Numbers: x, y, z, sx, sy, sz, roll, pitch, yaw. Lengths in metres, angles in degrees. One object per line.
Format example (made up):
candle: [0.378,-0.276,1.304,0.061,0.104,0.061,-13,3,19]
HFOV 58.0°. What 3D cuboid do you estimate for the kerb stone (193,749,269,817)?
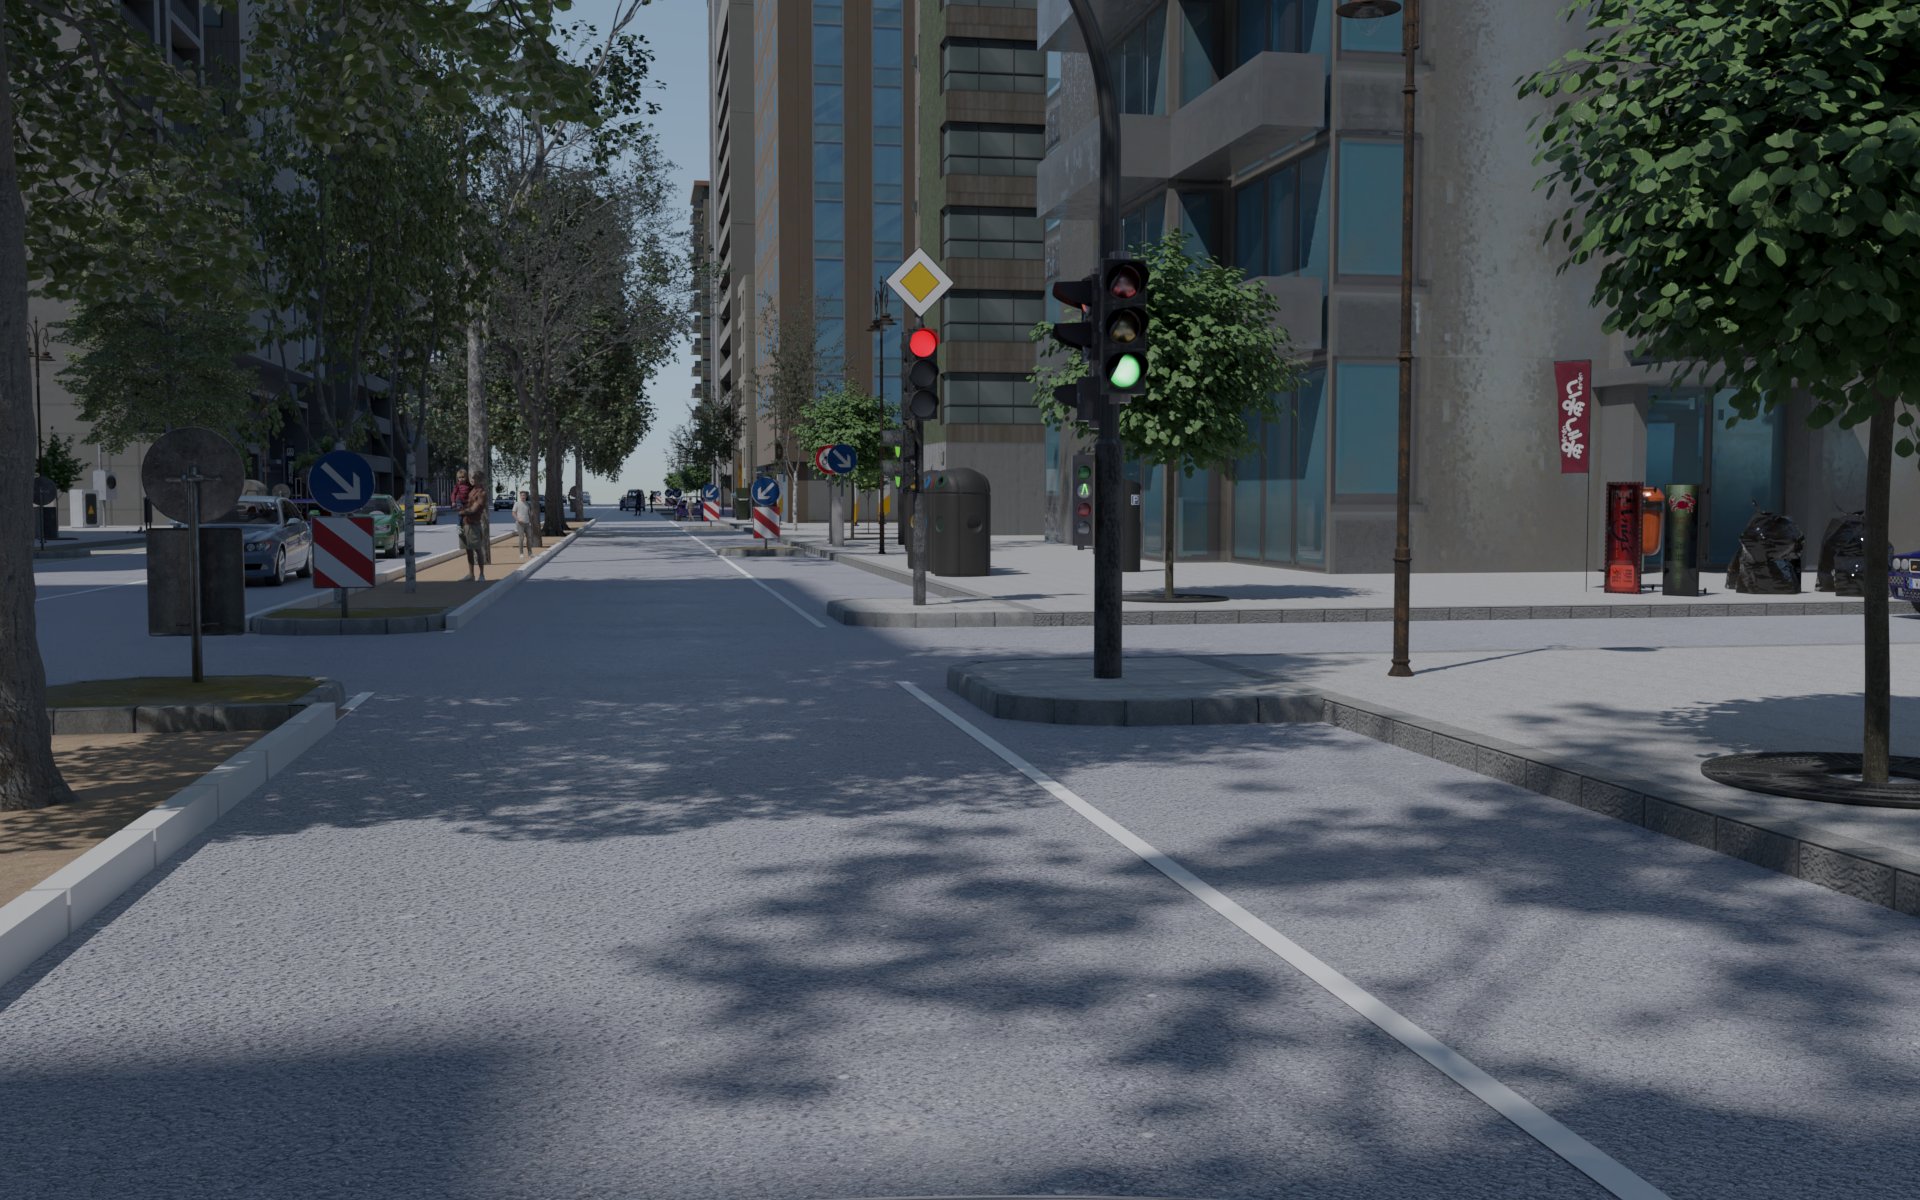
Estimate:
kerb stone: [-3.431,0.860,8.142,0.120,0.150,1.000,-1,4,-11]

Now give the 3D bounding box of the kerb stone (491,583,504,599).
kerb stone: [-6.387,-0.095,23.752,0.120,0.150,1.000,-1,4,-11]

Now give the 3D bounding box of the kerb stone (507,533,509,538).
kerb stone: [-14.392,-1.984,54.627,0.120,0.150,1.000,-1,4,-11]

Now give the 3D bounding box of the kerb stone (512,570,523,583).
kerb stone: [-7.150,-0.342,27.782,0.120,0.150,1.000,-1,4,-11]

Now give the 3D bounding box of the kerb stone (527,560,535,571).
kerb stone: [-7.933,-0.587,31.805,0.120,0.150,1.000,-1,4,-11]

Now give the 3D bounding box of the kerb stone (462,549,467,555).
kerb stone: [-11.721,-1.121,40.555,0.120,0.150,1.000,-1,4,-11]

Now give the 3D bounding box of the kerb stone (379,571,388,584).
kerb stone: [-9.240,-0.321,27.464,0.120,0.150,1.000,-1,4,-11]

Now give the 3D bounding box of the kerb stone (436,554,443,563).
kerb stone: [-10.766,-0.814,35.518,0.120,0.150,1.000,-1,4,-11]

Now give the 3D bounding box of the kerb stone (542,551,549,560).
kerb stone: [-8.875,-0.893,36.844,0.120,0.150,1.000,-1,4,-11]

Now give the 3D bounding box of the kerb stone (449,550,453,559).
kerb stone: [-11.150,-0.935,37.530,0.120,0.150,1.000,-1,4,-11]

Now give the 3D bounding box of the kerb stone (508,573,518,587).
kerb stone: [-6.968,-0.280,26.770,0.120,0.150,1.000,-1,4,-11]

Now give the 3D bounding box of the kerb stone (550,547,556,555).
kerb stone: [-9.449,-1.081,39.872,0.120,0.150,1.000,-1,4,-11]

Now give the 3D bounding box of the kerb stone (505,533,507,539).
kerb stone: [-14.200,-1.916,53.623,0.120,0.150,1.000,-1,4,-11]

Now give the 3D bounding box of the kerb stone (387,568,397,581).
kerb stone: [-9.423,-0.384,28.469,0.120,0.150,1.000,-1,4,-11]

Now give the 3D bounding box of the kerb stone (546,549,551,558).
kerb stone: [-9.073,-0.958,37.852,0.120,0.150,1.000,-1,4,-11]

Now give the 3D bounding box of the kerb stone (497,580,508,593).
kerb stone: [-6.589,-0.156,24.754,0.120,0.150,1.000,-1,4,-11]

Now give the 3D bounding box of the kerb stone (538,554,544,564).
kerb stone: [-8.500,-0.773,34.829,0.120,0.150,1.000,-1,4,-11]

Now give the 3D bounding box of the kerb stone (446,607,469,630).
kerb stone: [-5.443,0.212,18.722,0.120,0.150,1.000,-1,4,-11]

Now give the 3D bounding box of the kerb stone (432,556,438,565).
kerb stone: [-10.577,-0.752,34.504,0.120,0.150,1.000,-1,4,-11]

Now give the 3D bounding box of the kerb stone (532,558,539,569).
kerb stone: [-8.119,-0.649,32.813,0.120,0.150,1.000,-1,4,-11]

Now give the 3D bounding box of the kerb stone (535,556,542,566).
kerb stone: [-8.309,-0.711,33.818,0.120,0.150,1.000,-1,4,-11]

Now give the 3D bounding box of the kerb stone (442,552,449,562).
kerb stone: [-10.952,-0.876,36.523,0.120,0.150,1.000,-1,4,-11]

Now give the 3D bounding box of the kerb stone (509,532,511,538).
kerb stone: [-14.590,-2.041,55.641,0.120,0.150,1.000,-1,4,-11]

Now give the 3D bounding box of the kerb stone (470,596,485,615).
kerb stone: [-5.822,0.093,20.730,0.120,0.150,1.000,-1,4,-11]

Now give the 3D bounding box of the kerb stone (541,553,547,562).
kerb stone: [-8.691,-0.832,35.839,0.120,0.150,1.000,-1,4,-11]

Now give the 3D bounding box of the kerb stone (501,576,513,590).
kerb stone: [-6.777,-0.218,25.759,0.120,0.150,1.000,-1,4,-11]

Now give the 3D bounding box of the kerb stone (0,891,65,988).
kerb stone: [-2.862,1.045,5.116,0.120,0.150,1.000,-1,4,-11]

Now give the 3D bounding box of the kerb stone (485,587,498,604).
kerb stone: [-6.204,-0.034,22.747,0.120,0.150,1.000,-1,4,-11]

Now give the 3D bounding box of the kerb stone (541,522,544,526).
kerb stone: [-19.361,-3.584,80.801,0.120,0.150,1.000,-1,4,-11]

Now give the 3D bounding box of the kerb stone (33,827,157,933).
kerb stone: [-3.050,0.983,6.124,0.120,0.150,1.000,-1,4,-11]

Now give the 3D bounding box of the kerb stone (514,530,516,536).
kerb stone: [-14.963,-2.169,57.655,0.120,0.150,1.000,-1,4,-11]

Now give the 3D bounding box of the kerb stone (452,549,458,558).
kerb stone: [-11.339,-0.997,38.542,0.120,0.150,1.000,-1,4,-11]

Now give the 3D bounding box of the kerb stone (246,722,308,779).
kerb stone: [-3.619,0.798,9.160,0.120,0.150,1.000,-1,4,-11]

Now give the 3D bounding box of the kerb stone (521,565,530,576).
kerb stone: [-7.542,-0.459,29.799,0.120,0.150,1.000,-1,4,-11]

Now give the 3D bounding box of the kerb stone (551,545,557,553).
kerb stone: [-9.648,-1.142,40.876,0.120,0.150,1.000,-1,4,-11]

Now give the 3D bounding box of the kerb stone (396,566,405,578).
kerb stone: [-9.625,-0.444,29.481,0.120,0.150,1.000,-1,4,-11]

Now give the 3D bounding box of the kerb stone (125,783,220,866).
kerb stone: [-3.239,0.921,7.129,0.120,0.150,1.000,-1,4,-11]

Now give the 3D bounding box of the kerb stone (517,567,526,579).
kerb stone: [-7.351,-0.403,28.785,0.120,0.150,1.000,-1,4,-11]

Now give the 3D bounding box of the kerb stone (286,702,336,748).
kerb stone: [-3.812,0.736,10.164,0.120,0.150,1.000,-1,4,-11]

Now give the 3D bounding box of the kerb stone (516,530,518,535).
kerb stone: [-15.163,-2.227,58.658,0.120,0.150,1.000,-1,4,-11]

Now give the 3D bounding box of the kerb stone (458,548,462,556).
kerb stone: [-11.537,-1.061,39.544,0.120,0.150,1.000,-1,4,-11]

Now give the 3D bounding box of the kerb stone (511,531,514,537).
kerb stone: [-14.777,-2.107,56.650,0.120,0.150,1.000,-1,4,-11]

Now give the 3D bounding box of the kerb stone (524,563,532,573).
kerb stone: [-7.741,-0.526,30.801,0.120,0.150,1.000,-1,4,-11]

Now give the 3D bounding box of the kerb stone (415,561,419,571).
kerb stone: [-9.998,-0.569,31.491,0.120,0.150,1.000,-1,4,-11]

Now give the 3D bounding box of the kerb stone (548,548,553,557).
kerb stone: [-9.264,-1.017,38.856,0.120,0.150,1.000,-1,4,-11]

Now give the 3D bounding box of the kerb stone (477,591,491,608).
kerb stone: [-6.016,0.028,21.733,0.120,0.150,1.000,-1,4,-11]

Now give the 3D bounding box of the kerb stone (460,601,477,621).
kerb stone: [-5.632,0.151,19.726,0.120,0.150,1.000,-1,4,-11]

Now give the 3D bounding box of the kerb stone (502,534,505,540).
kerb stone: [-14.012,-1.861,52.618,0.120,0.150,1.000,-1,4,-11]

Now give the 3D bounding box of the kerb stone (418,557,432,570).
kerb stone: [-10.382,-0.691,33.500,0.120,0.150,1.000,-1,4,-11]

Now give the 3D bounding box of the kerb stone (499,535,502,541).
kerb stone: [-13.821,-1.799,51.614,0.120,0.150,1.000,-1,4,-11]

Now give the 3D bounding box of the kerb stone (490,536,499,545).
kerb stone: [-13.632,-1.738,50.610,0.120,0.150,1.000,-1,4,-11]
